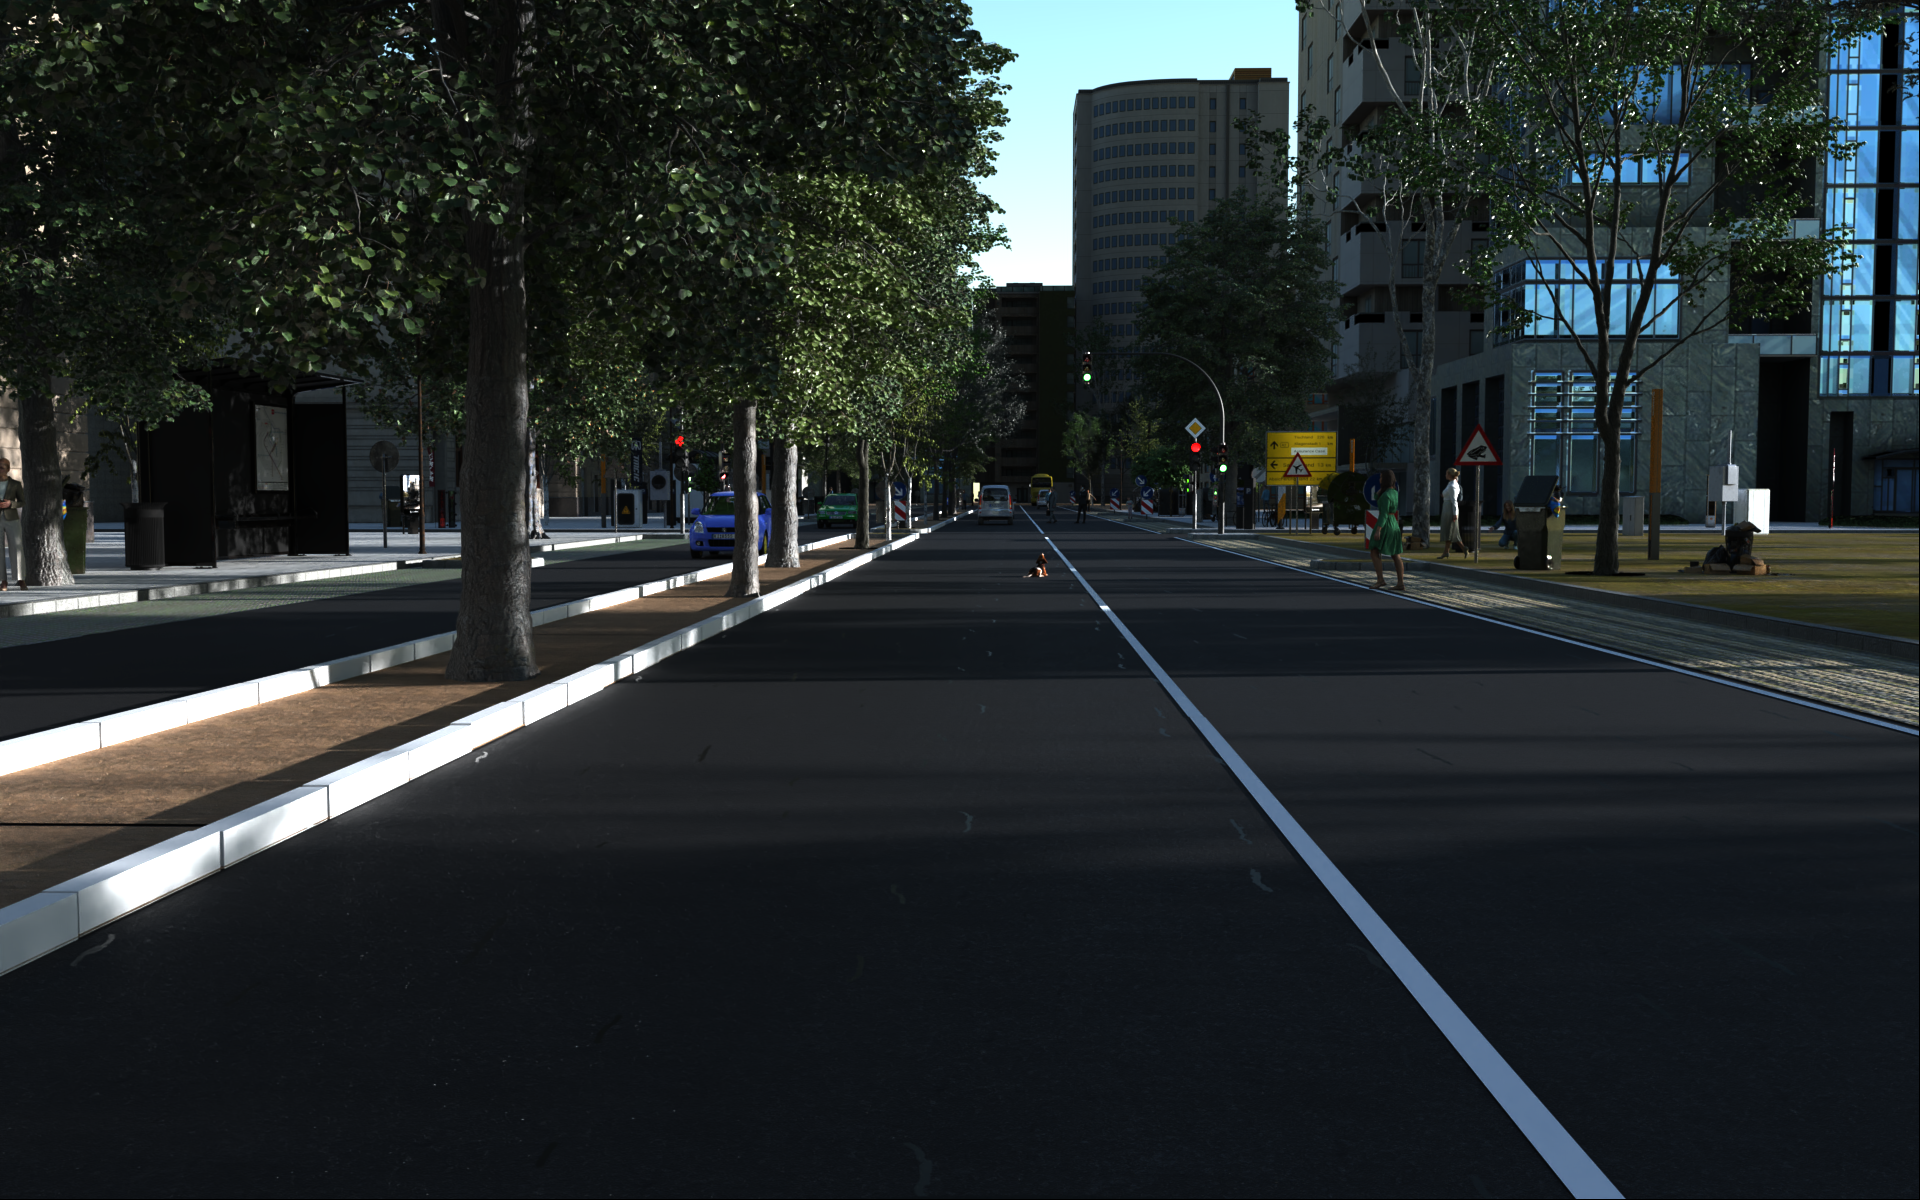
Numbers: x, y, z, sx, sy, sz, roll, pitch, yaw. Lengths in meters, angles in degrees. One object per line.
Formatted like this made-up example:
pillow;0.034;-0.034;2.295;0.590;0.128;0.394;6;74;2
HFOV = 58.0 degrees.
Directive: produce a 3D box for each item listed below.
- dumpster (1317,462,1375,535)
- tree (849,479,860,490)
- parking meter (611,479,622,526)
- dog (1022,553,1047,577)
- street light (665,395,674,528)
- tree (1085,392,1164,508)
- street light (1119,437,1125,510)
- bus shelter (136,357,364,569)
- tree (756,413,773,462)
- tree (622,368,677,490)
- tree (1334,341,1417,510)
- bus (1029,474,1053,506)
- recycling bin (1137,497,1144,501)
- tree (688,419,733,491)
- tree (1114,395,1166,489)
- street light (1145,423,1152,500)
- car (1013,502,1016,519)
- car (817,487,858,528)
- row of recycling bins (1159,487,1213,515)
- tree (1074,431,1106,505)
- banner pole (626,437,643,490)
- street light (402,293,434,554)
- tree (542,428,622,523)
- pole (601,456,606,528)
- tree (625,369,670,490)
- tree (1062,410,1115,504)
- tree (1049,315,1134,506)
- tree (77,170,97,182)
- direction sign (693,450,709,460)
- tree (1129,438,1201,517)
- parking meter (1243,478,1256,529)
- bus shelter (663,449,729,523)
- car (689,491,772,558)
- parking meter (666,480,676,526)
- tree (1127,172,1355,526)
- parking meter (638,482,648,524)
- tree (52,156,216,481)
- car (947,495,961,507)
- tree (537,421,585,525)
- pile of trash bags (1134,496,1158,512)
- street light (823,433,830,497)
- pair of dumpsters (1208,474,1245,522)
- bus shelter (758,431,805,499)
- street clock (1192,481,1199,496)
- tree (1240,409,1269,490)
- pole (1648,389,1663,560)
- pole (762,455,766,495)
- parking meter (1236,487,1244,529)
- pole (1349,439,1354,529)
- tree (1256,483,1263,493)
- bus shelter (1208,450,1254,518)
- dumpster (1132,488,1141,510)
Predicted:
dumpster;12.099;-3.169;54.303;1.502;2.255;1.985;0;4;2
tree;-9.183;-10.141;160.403;1.663;3.219;1.824;0;3;0
parking meter;-13.712;-3.879;69.129;0.399;1.863;0.255;-3;5;-40
dog;1.284;-0.605;30.090;0.748;0.427;0.550;-2;4;-27
street light;-10.771;-5.615;64.591;0.468;5.910;1.993;0;4;2
tree;14.685;-13.546;155.886;7.601;10.594;8.767;2;4;29
street light;12.857;-10.122;138.288;0.468;5.910;1.993;0;4;2
bus shelter;-13.252;-2.539;32.798;1.731;3.624;6.357;0;4;2
tree;-16.787;-10.722;125.668;4.737;8.622;4.395;0;3;0
tree;-16.195;-8.110;82.955;4.360;8.622;3.978;0;3;0
tree;20.279;-8.201;84.455;4.360;8.622;3.978;0;3;0
bus;9.880;-13.384;210.370;2.896;3.916;12.252;0;4;2
recycling bin;13.724;-7.199;130.257;0.722;1.027;0.722;2;4;25
tree;-17.070;-10.358;119.723;4.737;8.622;4.395;0;3;0
tree;13.662;-10.848;127.732;4.737;8.622;4.395;0;3;0
street light;12.044;-8.417;110.407;0.468;5.910;1.993;0;4;2
car;2.207;-5.367;100.107;2.083;1.381;4.827;0;4;2
car;-5.001;-3.960;73.548;1.959;1.807;4.718;0;4;3
row of recycling bins;13.822;-6.051;106.052;3.534;1.692;1.069;-1;4;-17
tree;15.243;-15.220;199.202;4.360;8.622;3.978;0;3;0
banner pole;-12.736;-4.730;67.360;0.863;3.779;0.401;0;4;3
street light;-11.538;-3.927;36.996;0.468;5.910;1.993;0;4;2
tree;-18.114;-7.721;76.604;4.360;8.622;3.978;0;3;0
pole;-13.543;-4.398;65.758;0.158;3.312;0.155;0;3;0
tree;-18.203;-8.855;95.149;4.737;8.622;4.395;0;3;0
tree;16.089;-17.744;215.868;9.928;11.665;9.643;0;3;0
tree;15.663;-19.890;181.093;12.611;20.169;13.585;0;3;0
tree;-18.900;-5.430;39.136;4.737;8.622;4.395;0;3;0
direction sign;-13.243;-5.907;88.569;0.876;3.537;0.379;-2;4;-35
tree;12.005;-6.973;97.714;4.285;4.588;4.351;0;3;0
parking meter;10.517;-3.498;62.907;0.399;1.863;0.255;3;4;36
bus shelter;-11.898;-5.171;78.471;2.014;3.302;5.546;0;4;2
car;-5.152;-1.851;39.849;1.945;1.707;3.694;0;4;1
parking meter;-11.817;-3.976;70.722;0.399;1.863;0.255;-2;4;-35
tree;10.974;-10.005;70.231;9.857;13.997;8.962;0;3;0
parking meter;-13.617;-4.206;74.481;0.399;1.863;0.255;-1;4;-12
tree;-16.293;-5.118;34.049;4.360;8.622;3.978;0;3;0
car;-0.682;-11.597;199.199;1.945;1.707;3.694;0;4;3
tree;-16.902;-7.340;70.370;4.737;8.622;4.395;0;3;0
pile of trash bags;14.306;-7.010;124.357;3.447;1.369;1.912;-1;4;-17
street light;-9.217;-8.990;119.781;0.468;5.910;1.993;0;4;2
pair of dumpsters;12.298;-4.660;78.692;1.574;2.255;4.437;0;4;2
bus shelter;-11.731;-8.283;113.063;2.179;5.291;8.768;0;4;2
street clock;12.828;-5.511;94.675;0.471;2.002;0.358;0;4;-2
tree;22.260;-11.147;132.610;4.737;8.622;4.395;0;3;0
pole;13.523;-2.436;33.679;0.158;3.312;0.155;0;3;0
pole;-10.173;-5.868;89.787;0.158;3.312;0.155;0;3;0
parking meter;10.405;-3.404;64.061;0.372;1.533;0.369;0;3;0
pole;14.447;-4.285;63.896;0.158;3.312;0.155;0;3;0
tree;23.307;-8.766;137.927;1.663;3.219;1.824;0;3;0
bus shelter;14.171;-6.082;90.717;1.731;3.624;6.357;0;4;2
dumpster;14.180;-7.954;135.807;1.264;1.857;1.865;0;4;2
